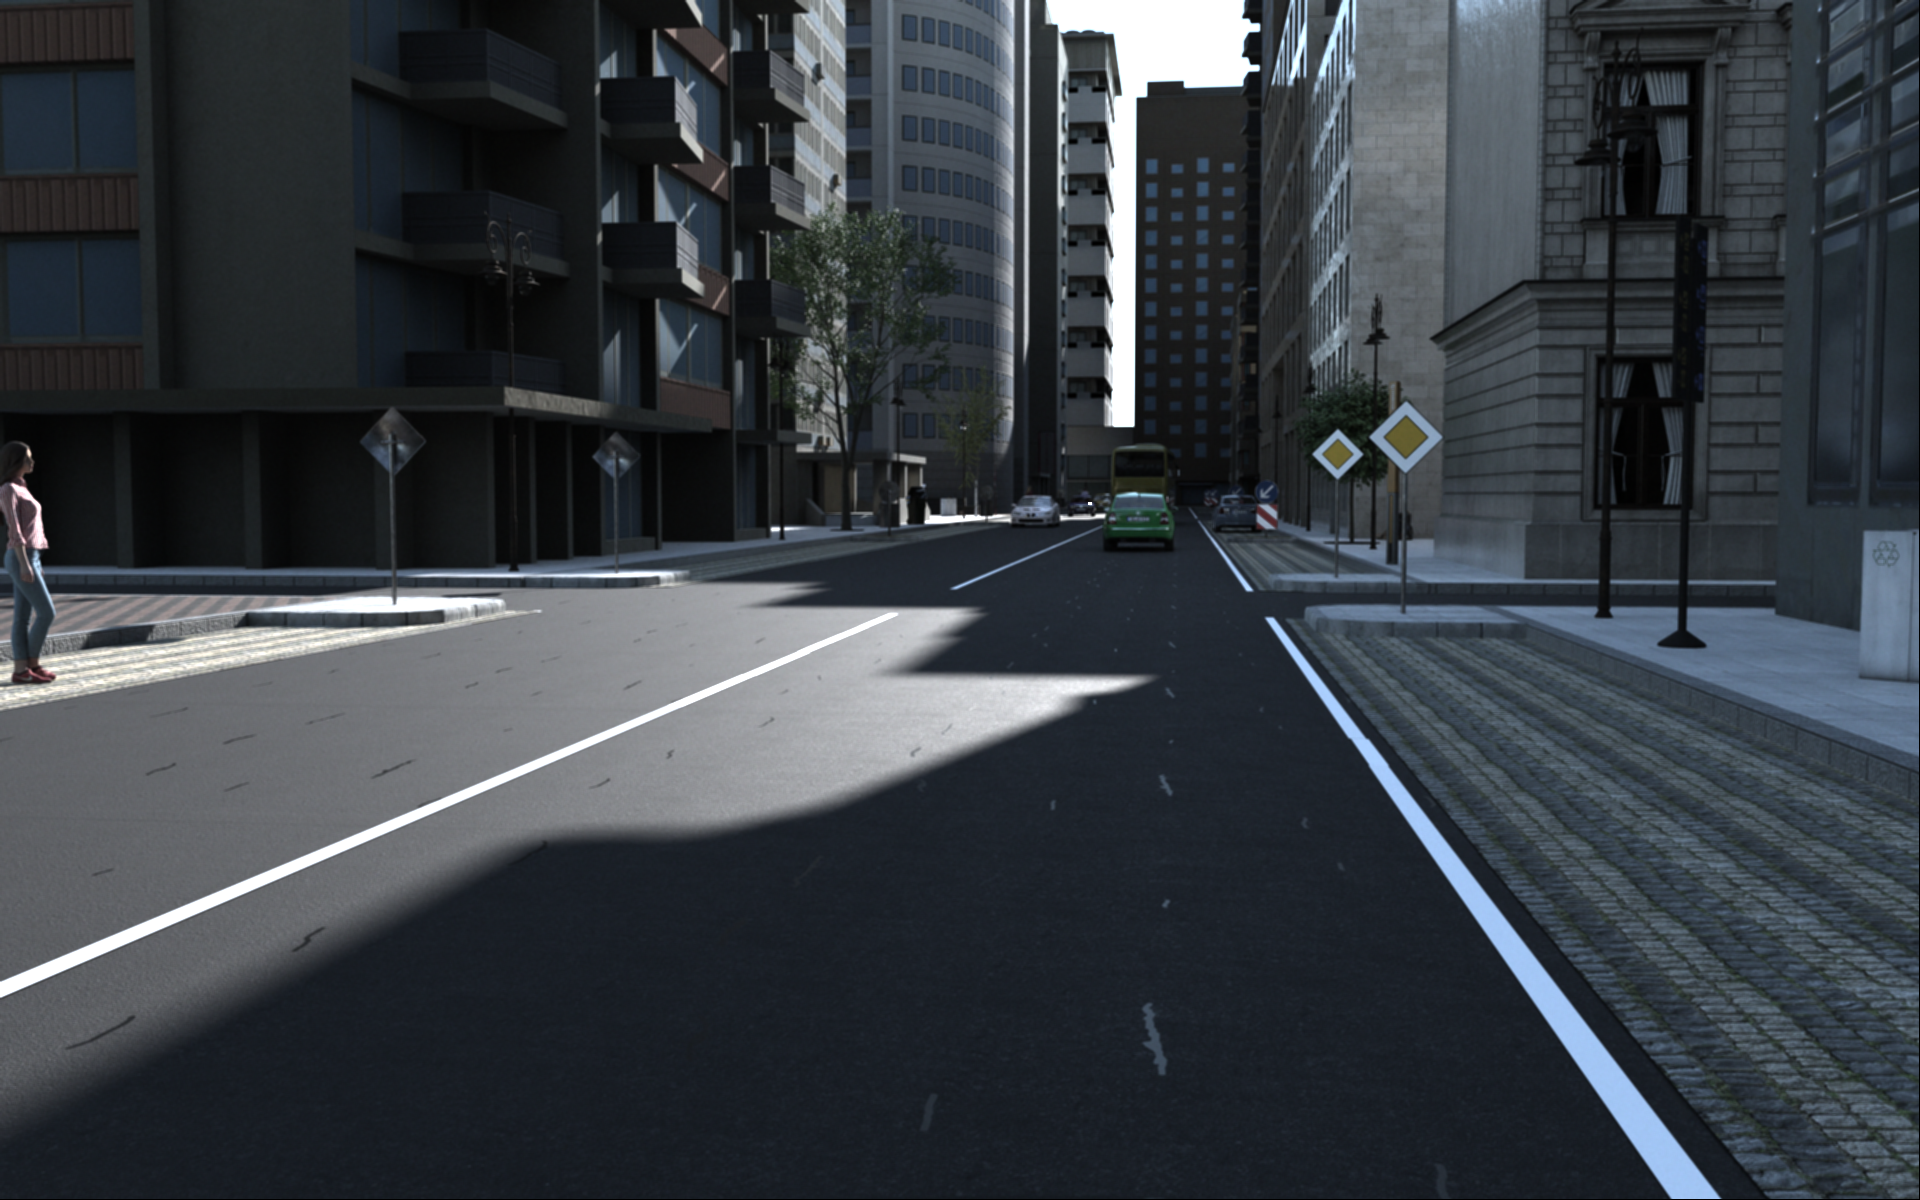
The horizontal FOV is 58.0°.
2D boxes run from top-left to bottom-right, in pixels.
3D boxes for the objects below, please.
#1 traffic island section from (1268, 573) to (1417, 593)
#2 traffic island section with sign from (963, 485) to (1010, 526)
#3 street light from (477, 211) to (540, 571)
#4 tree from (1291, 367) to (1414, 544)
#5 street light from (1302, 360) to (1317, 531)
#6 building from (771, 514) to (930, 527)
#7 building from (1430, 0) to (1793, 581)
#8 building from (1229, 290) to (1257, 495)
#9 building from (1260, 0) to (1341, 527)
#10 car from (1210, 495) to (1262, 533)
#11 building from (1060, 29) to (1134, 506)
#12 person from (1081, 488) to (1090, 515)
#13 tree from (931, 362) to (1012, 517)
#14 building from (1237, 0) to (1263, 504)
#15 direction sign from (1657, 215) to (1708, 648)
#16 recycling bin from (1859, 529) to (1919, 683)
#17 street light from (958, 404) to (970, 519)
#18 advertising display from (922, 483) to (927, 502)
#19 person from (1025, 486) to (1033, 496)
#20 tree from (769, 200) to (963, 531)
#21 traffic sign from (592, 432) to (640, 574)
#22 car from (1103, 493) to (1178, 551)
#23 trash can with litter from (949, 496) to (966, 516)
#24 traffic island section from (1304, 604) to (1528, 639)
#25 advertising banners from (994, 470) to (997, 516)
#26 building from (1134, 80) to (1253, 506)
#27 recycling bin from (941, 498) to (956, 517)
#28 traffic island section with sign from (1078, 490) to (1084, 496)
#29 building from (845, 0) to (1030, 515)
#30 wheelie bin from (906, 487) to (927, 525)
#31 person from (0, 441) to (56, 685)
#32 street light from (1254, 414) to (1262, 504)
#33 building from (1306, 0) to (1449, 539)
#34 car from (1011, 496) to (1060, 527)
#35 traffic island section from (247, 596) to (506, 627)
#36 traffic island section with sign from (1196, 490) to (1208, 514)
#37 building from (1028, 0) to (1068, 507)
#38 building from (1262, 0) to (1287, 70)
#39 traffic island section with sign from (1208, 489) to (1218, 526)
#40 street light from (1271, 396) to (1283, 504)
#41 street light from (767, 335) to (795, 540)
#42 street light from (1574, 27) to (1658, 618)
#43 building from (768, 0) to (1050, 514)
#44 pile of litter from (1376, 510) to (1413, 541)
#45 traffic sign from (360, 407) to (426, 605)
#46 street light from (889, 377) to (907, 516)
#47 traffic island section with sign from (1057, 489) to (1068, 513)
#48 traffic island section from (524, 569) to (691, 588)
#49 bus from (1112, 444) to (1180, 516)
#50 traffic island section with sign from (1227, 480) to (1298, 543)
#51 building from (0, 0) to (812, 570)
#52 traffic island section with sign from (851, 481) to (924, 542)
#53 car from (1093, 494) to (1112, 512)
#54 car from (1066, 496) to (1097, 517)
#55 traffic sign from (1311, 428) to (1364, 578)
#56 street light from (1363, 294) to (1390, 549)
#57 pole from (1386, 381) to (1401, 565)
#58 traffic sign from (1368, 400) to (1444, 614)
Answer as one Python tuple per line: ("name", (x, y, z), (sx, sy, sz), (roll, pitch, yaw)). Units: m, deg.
("traffic island section", (5.785, -0.261, 26.544), (2.009, 0.180, 2.903), (0, 4, 7))
("traffic island section with sign", (1.238, -4.310, 79.090), (1.989, 1.847, 2.006), (0, 4, 7))
("street light", (-7.425, -3.417, 28.651), (0.468, 5.910, 1.993), (0, 4, 7))
("tree", (10.258, -3.740, 44.860), (4.285, 4.588, 4.351), (0, 3, 0))
("street light", (12.091, -5.330, 59.936), (0.468, 5.910, 1.993), (0, 4, 7))
("building", (-18.274, -23.567, 77.209), (32.217, 40.220, 23.993), (0, 4, 7))
("building", (18.090, -10.056, 29.035), (19.286, 19.102, 10.561), (0, 4, 7))
("building", (39.299, -19.248, 159.742), (27.650, 21.520, 28.899), (0, 4, 7))
("building", (24.865, -16.977, 82.089), (19.350, 26.468, 34.151), (0, 4, 7))
("car", (10.442, -3.263, 65.347), (2.014, 1.417, 4.499), (0, 4, 7))
("building", (6.583, -37.346, 199.851), (27.495, 52.752, 28.713), (0, 4, 7))
("person", (8.699, -6.849, 120.344), (0.709, 1.838, 0.599), (1, 4, 9))
("tree", (0.651, -8.855, 95.137), (4.737, 8.622, 4.395), (0, 3, 0))
("building", (32.517, -29.126, 130.829), (22.147, 44.769, 28.867), (0, 4, 7))
("direction sign", (6.081, -1.375, 14.485), (0.379, 3.537, 0.876), (3, 4, 37))
("recycling bin", (6.746, 0.036, 11.972), (0.722, 1.027, 0.722), (-3, 4, -38))
("street light", (0.211, -7.114, 89.098), (0.468, 5.910, 1.993), (0, 4, 7))
("advertising display", (-2.477, -5.988, 103.120), (0.974, 1.923, 0.123), (0, 4, -5))
("person", (3.283, -4.486, 81.814), (0.573, 1.828, 0.580), (-1, 4, -21))
("tree", (-3.876, -8.233, 60.360), (9.928, 11.665, 9.643), (0, 3, 0))
("traffic sign", (-5.542, -1.485, 27.915), (0.795, 2.450, 0.064), (0, 4, 7))
("car", (4.673, -2.210, 44.928), (1.959, 1.807, 4.718), (0, 4, 7))
("trash can with litter", (-0.236, -5.586, 102.710), (1.055, 1.170, 0.624), (-2, 4, -27))
("traffic island section", (4.783, 0.224, 18.622), (2.009, 0.180, 2.903), (0, 4, 7))
("advertising banners", (2.047, -6.348, 99.982), (0.090, 3.025, 2.074), (0, 4, 3))
("building", (26.547, -33.067, 190.752), (14.200, 45.320, 14.600), (0, 4, 7))
("recycling bin", (-0.657, -5.315, 99.447), (0.722, 1.027, 0.722), (-1, 4, -23))
("traffic island section with sign", (10.986, -9.027, 156.216), (1.989, 1.847, 2.006), (0, 4, 7))
("building", (-6.981, -35.169, 117.017), (21.231, 58.520, 28.212), (0, 4, 7))
("wheelie bin", (-1.806, -3.991, 73.156), (0.980, 1.594, 0.693), (-3, 5, -42))
("person", (-6.989, -0.272, 12.957), (0.388, 1.821, 0.555), (-2, 4, -33))
("street light", (17.138, -7.756, 99.597), (0.468, 5.910, 1.993), (0, 4, 7))
("building", (17.399, -12.371, 57.013), (10.420, 20.320, 16.860), (0, 4, 7))
("car", (3.341, -3.886, 75.903), (2.083, 1.381, 4.827), (0, 4, 8))
("traffic island section", (-6.568, 0.136, 20.057), (2.009, 0.180, 2.903), (0, 4, 7))
("traffic island section with sign", (18.557, -7.271, 127.508), (1.989, 1.847, 2.006), (0, 4, 7))
("building", (-0.731, -33.301, 168.172), (21.600, 48.544, 21.300), (0, 4, 7))
("building", (26.416, -28.123, 109.917), (14.600, 45.320, 14.200), (0, 4, 7))
("traffic island section with sign", (12.273, -4.226, 77.721), (1.989, 1.847, 2.006), (0, 4, 7))
("street light", (14.567, -6.543, 79.773), (0.468, 5.910, 1.993), (0, 4, 7))
("street light", (-4.999, -4.630, 48.493), (0.468, 5.910, 1.993), (0, 4, 7))
("street light", (6.684, -2.753, 17.806), (0.468, 5.910, 1.993), (0, 4, 7))
("building", (-8.880, -27.710, 144.944), (32.217, 40.220, 23.993), (0, 4, 7))
("pile of litter", (12.190, -2.118, 48.599), (1.176, 0.858, 1.719), (2, 4, 32))
("traffic sign", (-6.543, -1.000, 19.992), (0.795, 2.450, 0.064), (0, 4, 7))
("street light", (-2.438, -5.849, 68.419), (0.468, 5.910, 1.993), (0, 4, 7))
("traffic island section with sign", (7.601, -7.391, 129.473), (1.989, 1.847, 2.006), (0, 4, 7))
("traffic island section", (-5.566, -0.349, 27.979), (2.009, 0.180, 2.903), (0, 4, 7))
("bus", (9.051, -5.666, 84.191), (2.896, 3.916, 12.252), (1, 4, 9))
("traffic island section with sign", (8.880, -2.590, 50.980), (1.989, 1.847, 2.006), (0, 4, 7))
("building", (-16.098, -23.702, 42.153), (22.147, 44.769, 28.867), (0, 4, 7))
("traffic island section with sign", (-2.152, -2.674, 52.348), (1.989, 1.847, 2.006), (0, 4, 7))
("car", (11.259, -7.730, 136.606), (2.015, 1.641, 3.980), (1, 4, 9))
("car", (7.858, -6.062, 111.698), (1.945, 1.354, 3.894), (0, 4, 5))
("traffic sign", (5.760, -1.396, 26.470), (0.795, 2.450, 0.064), (0, 4, 7))
("street light", (9.609, -4.117, 40.101), (0.468, 5.910, 1.993), (0, 4, 7))
("pole", (7.874, -2.301, 31.459), (0.158, 3.312, 0.155), (0, 3, 0))
("traffic sign", (4.759, -0.912, 18.548), (0.795, 2.450, 0.064), (0, 4, 7))
